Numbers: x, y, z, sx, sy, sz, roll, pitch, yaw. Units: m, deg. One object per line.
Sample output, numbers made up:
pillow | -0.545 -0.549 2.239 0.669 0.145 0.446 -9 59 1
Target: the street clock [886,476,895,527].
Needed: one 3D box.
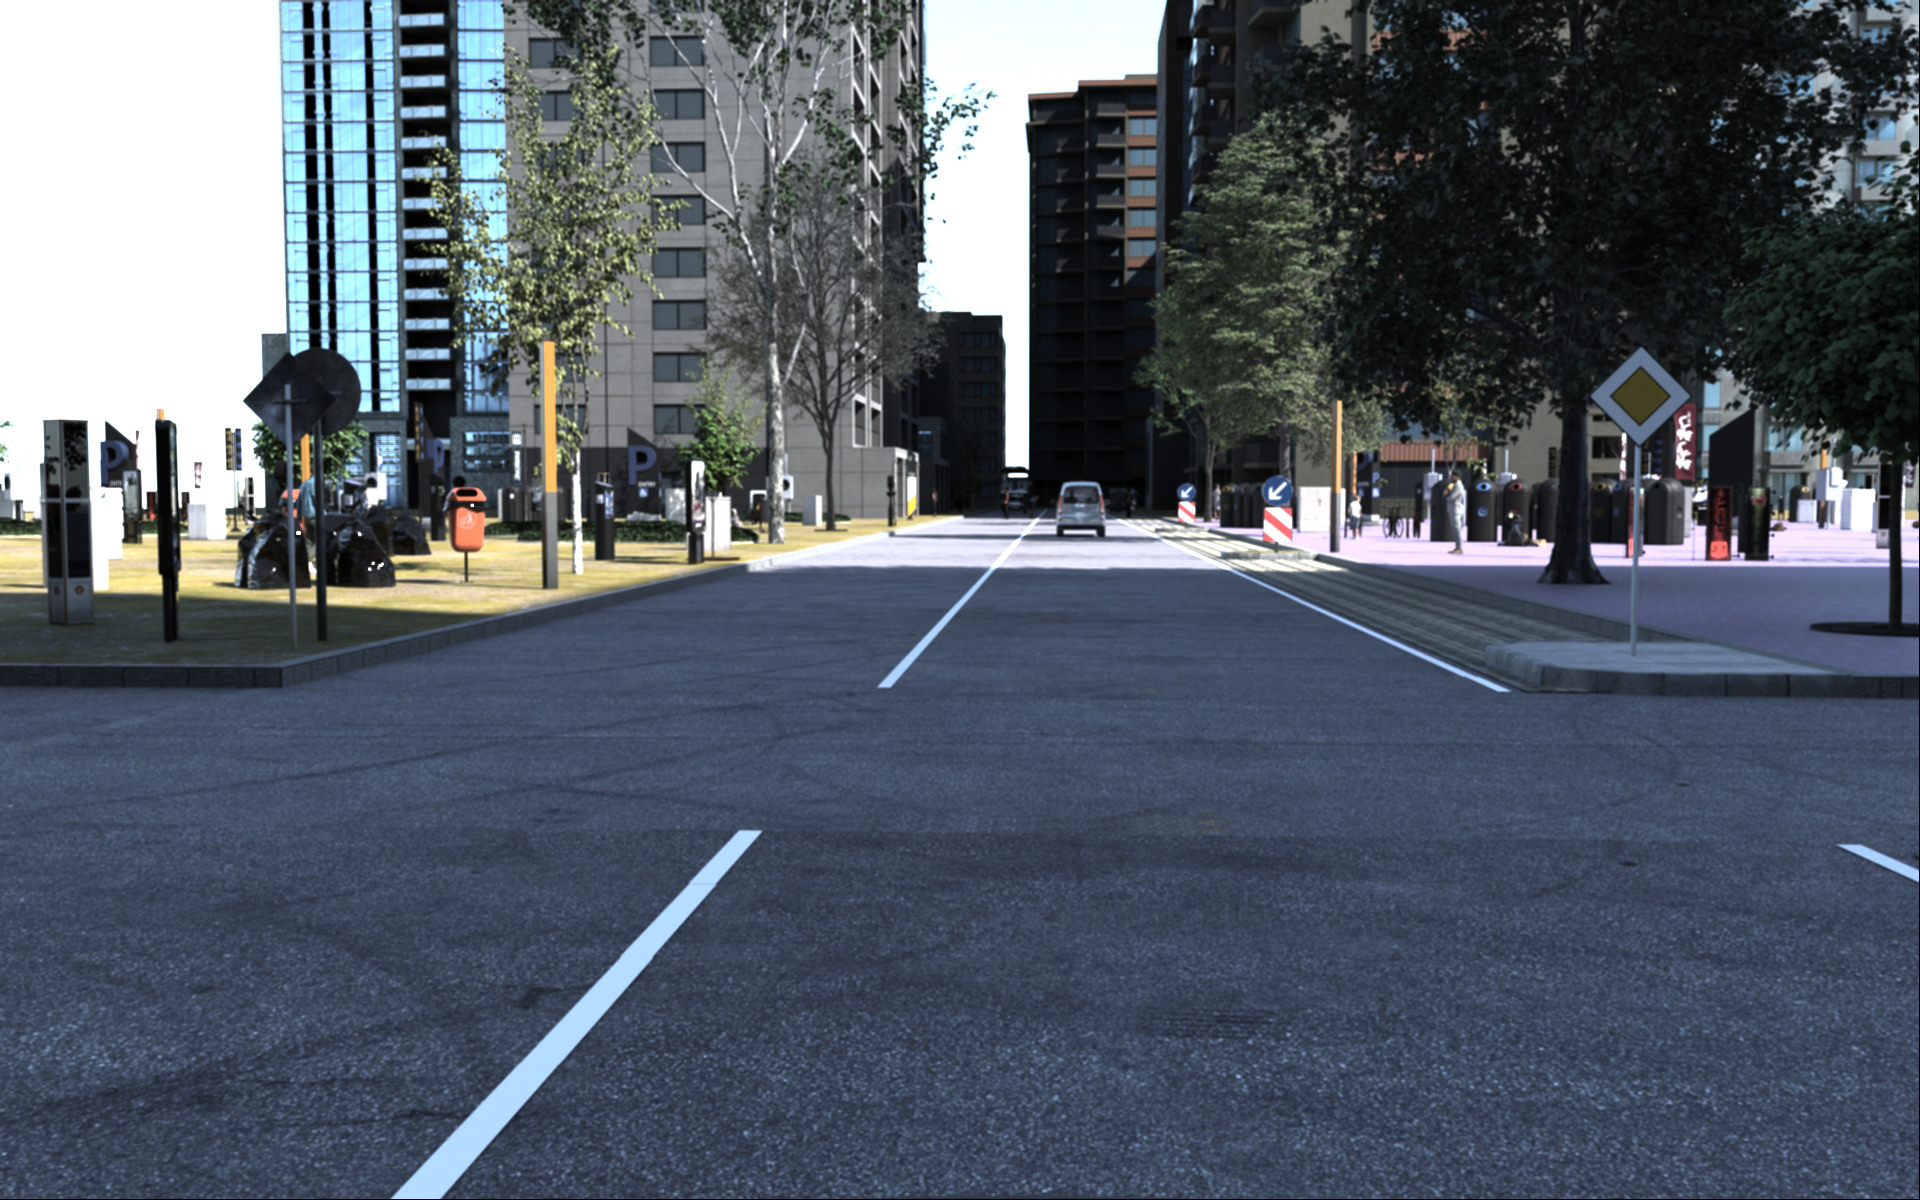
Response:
street clock | -2.731 -3.891 68.186 0.358 2.002 0.471 0 4 1

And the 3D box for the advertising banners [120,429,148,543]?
advertising banners | -22.147 -3.067 46.328 0.090 3.025 2.074 -1 4 -12

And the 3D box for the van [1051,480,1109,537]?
van | 4.137 -3.210 59.489 2.013 2.044 4.112 0 4 3

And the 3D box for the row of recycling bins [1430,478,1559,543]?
row of recycling bins | 14.378 -2.392 46.218 3.534 1.692 1.069 1 4 15

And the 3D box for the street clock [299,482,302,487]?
street clock | -27.971 -4.236 73.827 0.358 2.002 0.471 2 4 31

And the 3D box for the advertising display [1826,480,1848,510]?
advertising display | 38.861 -4.375 76.737 0.974 1.923 0.123 -1 4 -11

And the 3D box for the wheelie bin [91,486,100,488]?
wheelie bin | -35.197 -3.847 70.813 0.980 1.594 0.693 -1 4 -12

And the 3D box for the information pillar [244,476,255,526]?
information pillar | -29.013 -4.051 70.723 0.304 2.012 0.304 3 5 45

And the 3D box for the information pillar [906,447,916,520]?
information pillar | -2.434 -5.812 86.383 0.504 3.616 0.183 -3 5 -42

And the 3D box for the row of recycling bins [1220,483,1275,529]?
row of recycling bins | 10.997 -3.603 66.026 1.069 1.692 3.534 -1 4 -18

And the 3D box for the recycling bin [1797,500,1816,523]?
recycling bin | 37.254 -3.894 76.222 0.722 1.027 0.722 1 4 22

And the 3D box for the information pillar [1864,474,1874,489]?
information pillar | 33.434 -3.625 63.768 0.304 2.012 0.304 2 4 30

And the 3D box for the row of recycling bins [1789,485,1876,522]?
row of recycling bins | 39.615 -4.377 78.676 3.534 1.692 1.069 1 4 19

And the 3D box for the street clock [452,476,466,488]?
street clock | -19.982 -3.947 69.103 0.471 2.002 0.358 -2 4 -35

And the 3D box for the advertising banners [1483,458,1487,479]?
advertising banners | 26.236 -5.482 85.819 0.090 3.025 2.074 2 4 35

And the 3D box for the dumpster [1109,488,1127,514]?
dumpster | 11.694 -7.193 125.822 1.865 1.857 1.264 0 4 3

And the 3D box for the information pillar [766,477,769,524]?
information pillar | -8.204 -4.318 75.085 0.304 2.012 0.304 -2 4 -33

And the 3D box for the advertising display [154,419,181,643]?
advertising display | -6.992 -0.617 15.310 0.123 1.923 0.974 -1 4 -21

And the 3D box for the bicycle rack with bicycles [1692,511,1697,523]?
bicycle rack with bicycles | 33.648 -3.898 77.110 2.925 0.926 2.852 0 4 7

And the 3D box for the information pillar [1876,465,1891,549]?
information pillar | 21.690 -2.211 40.641 0.304 2.012 0.304 2 4 27

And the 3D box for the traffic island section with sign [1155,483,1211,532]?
traffic island section with sign | 8.365 -3.459 65.178 1.989 1.847 2.006 0 4 3

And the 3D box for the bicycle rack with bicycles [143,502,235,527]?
bicycle rack with bicycles | -28.859 -3.205 65.782 2.925 0.926 2.852 1 4 20

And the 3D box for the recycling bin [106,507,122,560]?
recycling bin | -16.737 -1.291 33.658 0.722 1.027 0.722 -2 4 -32

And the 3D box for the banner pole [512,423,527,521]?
banner pole | -15.379 -4.318 60.624 0.401 3.779 0.863 2 4 29

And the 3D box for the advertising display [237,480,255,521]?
advertising display | -33.878 -4.708 82.196 0.123 1.923 0.974 2 4 26

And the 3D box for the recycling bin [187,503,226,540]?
recycling bin | -21.033 -2.190 48.358 0.722 1.027 0.722 1 4 17

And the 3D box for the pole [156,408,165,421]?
pole | -18.944 -2.892 41.126 0.158 3.312 0.155 0 3 0

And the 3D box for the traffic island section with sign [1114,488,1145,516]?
traffic island section with sign | 11.288 -6.539 115.534 1.989 1.847 2.006 0 4 3

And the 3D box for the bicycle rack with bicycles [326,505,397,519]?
bicycle rack with bicycles | -20.028 -2.672 57.065 2.852 0.926 2.925 1 4 15

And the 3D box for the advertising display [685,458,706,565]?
advertising display | -4.849 -1.625 31.787 0.123 1.923 0.974 0 4 6

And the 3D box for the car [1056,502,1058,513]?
car | 5.664 -4.504 85.638 2.014 1.417 4.499 0 4 4

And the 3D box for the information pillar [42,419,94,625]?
information pillar | -8.792 -0.770 17.084 0.304 2.012 0.304 2 4 31

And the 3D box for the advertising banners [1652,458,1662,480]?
advertising banners | 34.584 -5.382 84.180 2.074 3.025 0.090 0 4 -7

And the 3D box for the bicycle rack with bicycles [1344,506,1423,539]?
bicycle rack with bicycles | 12.370 -2.292 50.850 2.852 0.926 2.925 1 4 15

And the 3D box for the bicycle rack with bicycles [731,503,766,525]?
bicycle rack with bicycles | -9.151 -3.623 72.620 2.852 0.926 2.925 1 4 18

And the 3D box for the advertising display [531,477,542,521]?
advertising display | -16.077 -3.739 66.339 0.974 1.923 0.123 3 4 38

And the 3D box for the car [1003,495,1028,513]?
car | 4.193 -7.189 130.122 1.945 1.354 3.894 0 4 4

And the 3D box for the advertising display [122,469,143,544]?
advertising display | -21.408 -2.422 44.820 0.974 1.923 0.123 3 5 43

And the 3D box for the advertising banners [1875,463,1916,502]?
advertising banners | 40.910 -4.881 75.994 0.090 3.025 2.074 -2 4 -34

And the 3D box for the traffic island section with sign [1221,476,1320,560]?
traffic island section with sign | 6.810 -1.813 38.267 1.989 1.847 2.006 0 4 3

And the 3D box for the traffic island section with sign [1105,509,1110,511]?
traffic island section with sign | 12.932 -8.269 143.832 1.989 1.847 2.006 0 4 3

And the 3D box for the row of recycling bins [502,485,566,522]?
row of recycling bins | -18.923 -4.286 77.184 1.069 1.692 3.534 2 4 31

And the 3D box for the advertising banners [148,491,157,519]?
advertising banners | -41.279 -5.634 88.304 2.074 3.025 0.090 -2 4 -24

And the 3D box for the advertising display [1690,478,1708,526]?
advertising display | 29.722 -3.921 69.330 0.974 1.923 0.123 0 4 1

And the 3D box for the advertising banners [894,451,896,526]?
advertising banners | -2.625 -4.505 69.841 0.090 3.025 2.074 0 4 -3

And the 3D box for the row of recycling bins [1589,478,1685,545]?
row of recycling bins | 17.573 -2.316 44.976 1.069 1.692 3.534 -1 4 -11

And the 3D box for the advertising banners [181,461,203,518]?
advertising banners | -41.239 -5.868 92.137 2.074 3.025 0.090 0 4 4

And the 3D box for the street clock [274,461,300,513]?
street clock | -14.614 -2.010 37.428 0.358 2.002 0.471 0 4 -2

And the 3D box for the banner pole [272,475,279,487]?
banner pole | -28.335 -5.038 72.392 0.863 3.779 0.401 -2 4 -32

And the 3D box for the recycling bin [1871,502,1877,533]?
recycling bin | 30.306 -2.701 56.710 0.722 1.027 0.722 3 4 37

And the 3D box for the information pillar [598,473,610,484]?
information pillar | -12.457 -3.432 60.597 0.304 2.012 0.304 1 4 22

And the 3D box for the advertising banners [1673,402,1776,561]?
advertising banners | 14.562 -2.258 33.109 2.074 3.025 0.090 0 4 -2

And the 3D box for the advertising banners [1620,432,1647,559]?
advertising banners | 13.491 -2.360 34.767 0.090 3.025 2.074 2 4 35

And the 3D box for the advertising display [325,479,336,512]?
advertising display | -27.146 -4.234 74.441 0.974 1.923 0.123 3 4 36
